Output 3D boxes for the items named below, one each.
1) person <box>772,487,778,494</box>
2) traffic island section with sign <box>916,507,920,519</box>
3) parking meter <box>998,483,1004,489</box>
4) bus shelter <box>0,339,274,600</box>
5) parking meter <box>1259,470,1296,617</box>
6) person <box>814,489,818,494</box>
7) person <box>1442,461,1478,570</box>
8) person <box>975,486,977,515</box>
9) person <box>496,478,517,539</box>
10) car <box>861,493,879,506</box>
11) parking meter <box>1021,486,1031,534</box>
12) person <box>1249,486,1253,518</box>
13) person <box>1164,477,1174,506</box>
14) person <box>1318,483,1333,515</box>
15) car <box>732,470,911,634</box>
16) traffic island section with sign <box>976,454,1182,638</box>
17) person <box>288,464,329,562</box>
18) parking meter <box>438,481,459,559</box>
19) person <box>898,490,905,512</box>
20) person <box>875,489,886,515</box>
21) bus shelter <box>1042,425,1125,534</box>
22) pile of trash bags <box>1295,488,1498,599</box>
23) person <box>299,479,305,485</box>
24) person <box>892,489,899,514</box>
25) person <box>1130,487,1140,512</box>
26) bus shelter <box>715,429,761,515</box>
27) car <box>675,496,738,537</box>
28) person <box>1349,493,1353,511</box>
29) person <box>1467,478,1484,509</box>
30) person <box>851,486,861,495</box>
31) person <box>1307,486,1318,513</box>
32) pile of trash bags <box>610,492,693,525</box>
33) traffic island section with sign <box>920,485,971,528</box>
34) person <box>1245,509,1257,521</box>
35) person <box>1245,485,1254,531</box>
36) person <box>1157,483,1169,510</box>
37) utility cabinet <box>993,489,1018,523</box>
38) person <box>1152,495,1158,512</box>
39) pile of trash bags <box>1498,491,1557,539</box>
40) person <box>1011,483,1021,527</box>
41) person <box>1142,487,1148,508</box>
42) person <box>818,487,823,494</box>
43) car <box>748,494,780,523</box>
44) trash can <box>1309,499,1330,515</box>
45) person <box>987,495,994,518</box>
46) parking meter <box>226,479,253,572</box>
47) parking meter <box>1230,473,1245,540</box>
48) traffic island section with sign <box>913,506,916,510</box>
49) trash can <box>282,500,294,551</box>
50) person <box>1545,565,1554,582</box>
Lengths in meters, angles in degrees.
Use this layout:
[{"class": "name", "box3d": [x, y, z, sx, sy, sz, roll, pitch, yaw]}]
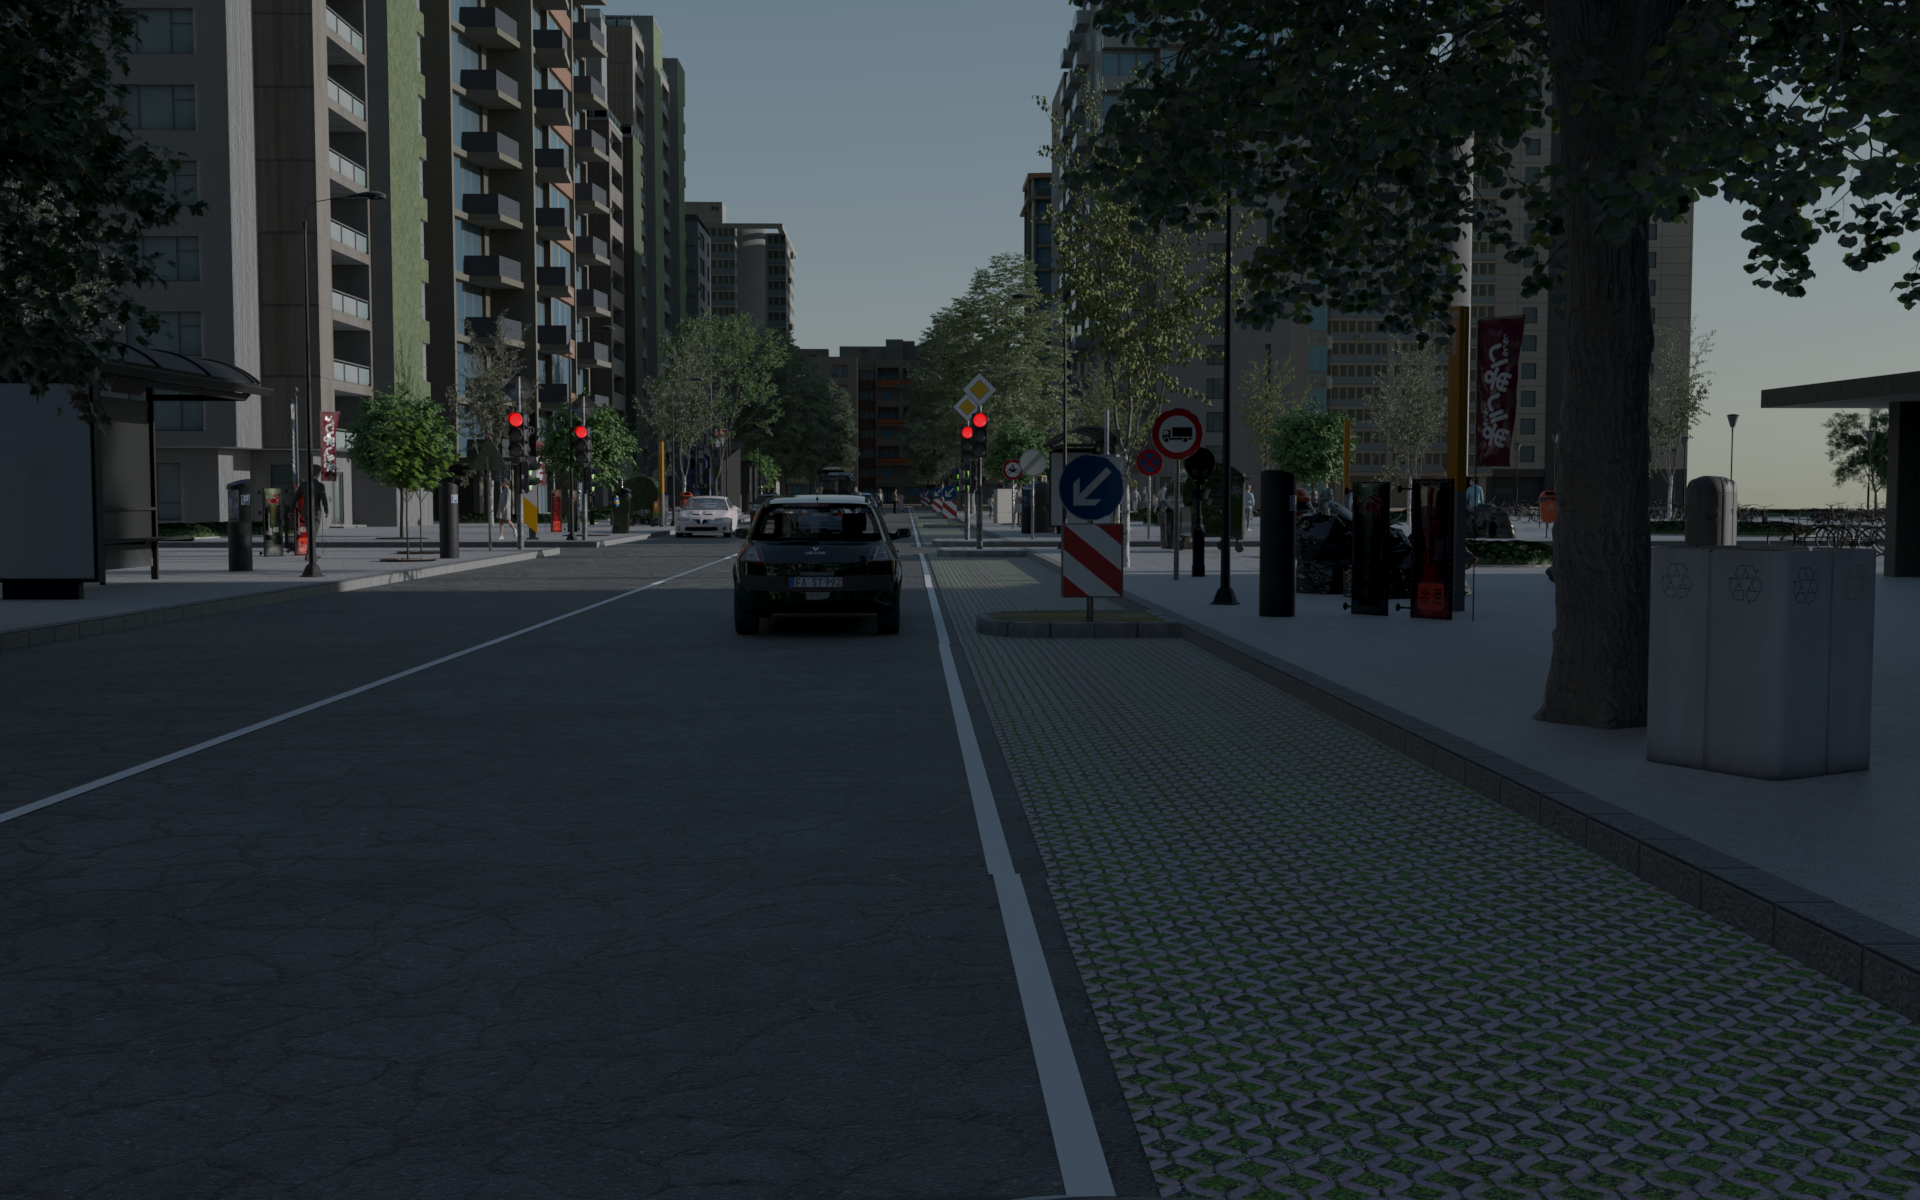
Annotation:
[{"class": "person", "box3d": [-10.154, -5.268, 94.822, 0.419, 1.800, 0.721, -2, 4, -23]}, {"class": "traffic island section with sign", "box3d": [-1.416, -5.622, 100.547, 1.989, 1.847, 2.006, 0, 4, -2]}, {"class": "parking meter", "box3d": [2.132, -5.173, 90.297, 0.255, 1.863, 0.399, 0, 4, -6]}, {"class": "bus shelter", "box3d": [-11.309, -1.809, 23.497, 2.014, 3.302, 5.546, 0, 4, -2]}, {"class": "parking meter", "box3d": [3.332, -0.597, 18.165, 0.372, 1.533, 0.369, 0, 3, 0]}, {"class": "person", "box3d": [-9.568, -6.479, 115.021, 0.643, 1.750, 0.593, -3, 4, -36]}, {"class": "person", "box3d": [8.316, -1.419, 29.150, 0.836, 1.842, 0.656, 0, 4, -7]}, {"class": "person", "box3d": [1.124, -6.121, 106.537, 0.534, 1.772, 0.576, -1, 4, -11]}, {"class": "person", "box3d": [-12.916, -2.597, 49.253, 0.466, 1.731, 0.760, 1, 4, 19]}, {"class": "car", "box3d": [-6.193, -6.186, 110.727, 1.945, 1.707, 3.694, 0, 4, -1]}, {"class": "parking meter", "box3d": [2.167, -2.910, 55.982, 0.372, 1.533, 0.369, 0, 3, 0]}, {"class": "person", "box3d": [15.430, -5.263, 92.522, 0.576, 1.772, 0.534, 1, 4, 21]}, {"class": "person", "box3d": [6.772, -2.802, 52.080, 1.509, 1.804, 0.699, 3, 5, 42]}, {"class": "person", "box3d": [15.448, -4.103, 73.299, 0.590, 1.801, 0.661, -3, 5, -43]}, {"class": "car", "box3d": [-1.530, -0.572, 19.144, 2.009, 1.686, 4.222, 0, 4, -3]}, {"class": "traffic island section with sign", "box3d": [1.179, -0.576, 18.039, 1.989, 1.847, 2.006, 0, 4, -2]}, {"class": "person", "box3d": [-12.322, -1.663, 33.016, 0.659, 1.850, 0.755, 1, 4, 11]}, {"class": "parking meter", "box3d": [-10.189, -1.597, 34.526, 0.372, 1.533, 0.369, 0, 3, 0]}, {"class": "person", "box3d": [-4.811, -8.029, 140.438, 0.551, 1.740, 0.621, -3, 5, -45]}, {"class": "person", "box3d": [-5.332, -6.567, 116.272, 0.834, 1.777, 0.661, 3, 5, 40]}, {"class": "bus shelter", "box3d": [3.741, -3.646, 53.537, 2.014, 3.302, 5.546, 0, 4, -2]}, {"class": "pile of trash bags", "box3d": [5.134, -0.802, 22.860, 1.912, 1.369, 3.447, -1, 4, -23]}, {"class": "person", "box3d": [-21.665, -3.114, 57.304, 0.623, 1.781, 0.721, 1, 4, 21]}, {"class": "person", "box3d": [-4.698, -7.184, 125.965, 0.705, 1.823, 1.348, -1, 4, -20]}, {"class": "person", "box3d": [12.043, -6.905, 119.209, 0.678, 1.792, 0.850, 0, 4, -7]}, {"class": "bus shelter", "box3d": [-13.986, -8.029, 108.902, 2.179, 5.291, 8.768, 0, 4, -2]}, {"class": "car", "box3d": [-8.556, -2.836, 58.737, 2.083, 1.381, 4.827, 0, 4, -3]}, {"class": "person", "box3d": [11.143, -2.494, 48.627, 0.589, 1.601, 0.330, 0, 4, -5]}, {"class": "person", "box3d": [17.944, -3.341, 60.530, 0.638, 1.841, 0.748, 2, 4, 27]}, {"class": "person", "box3d": [-5.224, -4.733, 85.978, 0.694, 1.812, 0.767, 1, 4, 23]}, {"class": "person", "box3d": [13.431, -3.631, 66.242, 0.643, 1.720, 0.563, -3, 5, -41]}, {"class": "pile of trash bags", "box3d": [-12.819, -3.830, 72.373, 3.447, 1.369, 1.912, -2, 4, -24]}, {"class": "traffic island section with sign", "box3d": [-0.571, -3.974, 73.605, 1.989, 1.847, 2.006, 0, 4, -2]}, {"class": "person", "box3d": [13.465, -4.269, 81.332, 0.738, 1.151, 1.012, -1, 4, -12]}, {"class": "person", "box3d": [10.024, -3.219, 60.477, 0.589, 1.601, 0.330, 3, 5, 39]}, {"class": "person", "box3d": [10.262, -4.971, 87.171, 0.661, 1.843, 0.795, 0, 4, 1]}, {"class": "utility cabinet", "box3d": [2.008, -4.087, 75.494, 1.173, 1.500, 0.318, -3, 4, -35]}, {"class": "person", "box3d": [11.843, -5.784, 105.300, 0.352, 1.250, 0.332, -1, 4, -15]}, {"class": "pile of trash bags", "box3d": [15.699, -2.491, 50.475, 3.447, 1.369, 1.912, 0, 4, 8]}, {"class": "person", "box3d": [2.307, -3.691, 67.402, 0.512, 1.701, 0.522, -3, 5, -40]}, {"class": "person", "box3d": [13.128, -7.112, 122.493, 0.590, 1.801, 0.661, 2, 4, 33]}, {"class": "person", "box3d": [-7.063, -4.905, 88.868, 0.590, 1.801, 0.661, 0, 4, -1]}, {"class": "car", "box3d": [-9.367, -4.618, 85.290, 2.009, 1.686, 4.222, 0, 4, -2]}, {"class": "trash can", "box3d": [10.496, -2.404, 50.958, 0.748, 1.137, 0.748, 0, 3, 0]}, {"class": "person", "box3d": [1.624, -4.914, 91.074, 0.352, 1.250, 0.332, -2, 4, -32]}, {"class": "parking meter", "box3d": [-11.951, -1.243, 28.735, 0.372, 1.533, 0.369, 0, 3, 0]}, {"class": "parking meter", "box3d": [7.771, -2.619, 48.539, 0.399, 1.863, 0.255, 2, 4, 26]}, {"class": "traffic island section with sign", "box3d": [-3.022, -8.716, 151.126, 1.989, 1.847, 2.006, 0, 4, -2]}, {"class": "trash can", "box3d": [-14.810, -1.660, 38.790, 0.748, 1.137, 0.748, 0, 3, 0]}, {"class": "person", "box3d": [8.808, -1.136, 24.718, 0.850, 1.850, 0.679, 2, 4, 29]}]
